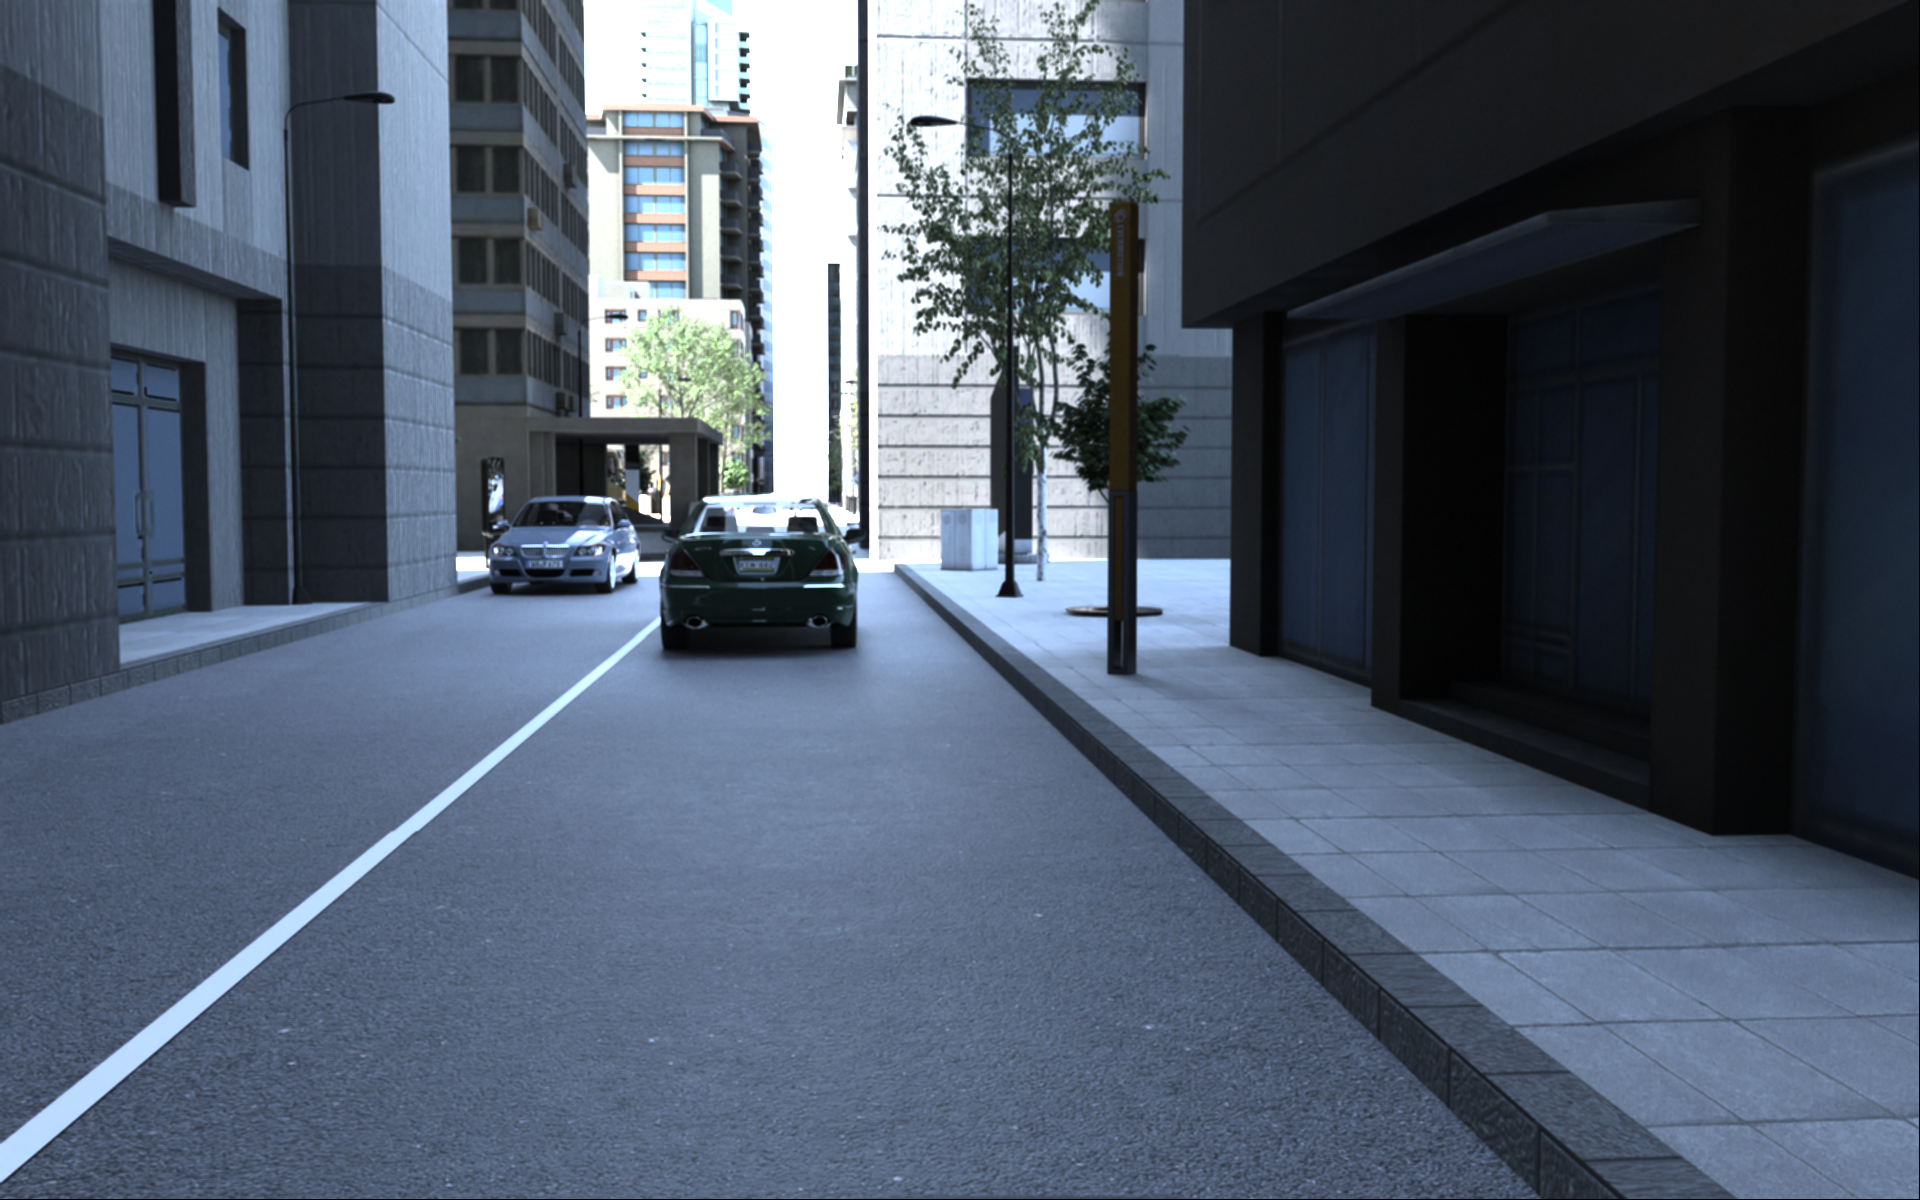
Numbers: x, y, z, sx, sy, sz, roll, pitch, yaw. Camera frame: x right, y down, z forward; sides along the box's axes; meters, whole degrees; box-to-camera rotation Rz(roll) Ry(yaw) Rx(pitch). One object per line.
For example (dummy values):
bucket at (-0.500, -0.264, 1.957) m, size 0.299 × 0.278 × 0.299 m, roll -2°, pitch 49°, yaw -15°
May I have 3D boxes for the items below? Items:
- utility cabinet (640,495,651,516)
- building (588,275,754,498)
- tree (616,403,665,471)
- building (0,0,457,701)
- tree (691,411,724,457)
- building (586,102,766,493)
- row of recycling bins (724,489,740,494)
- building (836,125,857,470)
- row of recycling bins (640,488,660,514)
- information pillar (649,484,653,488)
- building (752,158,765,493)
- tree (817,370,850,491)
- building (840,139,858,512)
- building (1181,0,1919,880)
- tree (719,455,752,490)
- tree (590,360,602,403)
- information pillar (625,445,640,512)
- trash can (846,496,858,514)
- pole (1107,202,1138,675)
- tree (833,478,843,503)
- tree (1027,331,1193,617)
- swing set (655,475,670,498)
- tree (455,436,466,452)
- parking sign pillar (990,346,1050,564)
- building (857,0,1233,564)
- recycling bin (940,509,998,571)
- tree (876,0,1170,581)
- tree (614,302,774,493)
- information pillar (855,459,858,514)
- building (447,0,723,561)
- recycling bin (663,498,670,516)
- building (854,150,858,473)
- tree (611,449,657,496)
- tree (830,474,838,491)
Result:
utility cabinet at (-16.738, -4.946, 92.036) m, size 0.306 × 1.237 × 1.020 m, roll -2°, pitch 4°, yaw -34°
building at (-34.401, -19.706, 167.235) m, size 27.650 × 21.520 × 28.899 m, roll 0°, pitch 4°, yaw -5°
tree at (-24.762, -11.322, 135.478) m, size 4.360 × 8.622 × 3.978 m, roll 0°, pitch 3°, yaw 0°
building at (-16.399, -28.499, 7.954) m, size 21.231 × 58.520 × 28.212 m, roll 0°, pitch 4°, yaw -5°
tree at (-22.407, -12.275, 151.060) m, size 4.737 × 8.622 × 4.395 m, roll 0°, pitch 3°, yaw 0°
building at (-33.457, -33.132, 196.328) m, size 22.147 × 44.769 × 28.867 m, roll 0°, pitch 4°, yaw -5°
row of recycling bins at (-17.829, -7.804, 134.702) m, size 1.069 × 1.692 × 3.534 m, roll -1°, pitch 4°, yaw -18°
building at (-6.467, -31.322, 195.709) m, size 14.154 × 41.232 × 14.086 m, roll 0°, pitch 4°, yaw -5°
row of recycling bins at (-20.394, -6.243, 109.191) m, size 1.069 × 1.692 × 3.534 m, roll 3°, pitch 4°, yaw 37°
information pillar at (-20.139, -6.612, 112.591) m, size 0.304 × 2.012 × 0.304 m, roll 3°, pitch 5°, yaw 42°
building at (-32.352, -34.745, 218.192) m, size 14.600 × 45.320 × 14.200 m, roll 0°, pitch 4°, yaw -5°
tree at (-4.848, -8.910, 96.047) m, size 4.737 × 8.622 × 4.395 m, roll 0°, pitch 3°, yaw 0°
building at (-3.819, -22.121, 139.177) m, size 11.434 × 29.767 × 29.804 m, roll 0°, pitch 4°, yaw -5°
building at (9.373, -21.838, 7.169) m, size 14.600 × 45.320 × 14.200 m, roll 0°, pitch 4°, yaw -5°
tree at (-19.044, -9.851, 144.772) m, size 4.285 × 4.588 × 4.351 m, roll 0°, pitch 3°, yaw 0°
tree at (-18.810, -7.953, 80.396) m, size 4.360 × 8.622 × 3.978 m, roll 0°, pitch 3°, yaw 0°
information pillar at (-11.045, -4.105, 58.465) m, size 0.504 × 3.616 × 0.183 m, roll -1°, pitch 4°, yaw -14°
trash can at (-7.037, -6.197, 112.966) m, size 0.748 × 1.137 × 0.748 m, roll 0°, pitch 3°, yaw 0°
pole at (1.155, -1.126, 12.261) m, size 0.158 × 3.312 × 0.155 m, roll 0°, pitch 3°, yaw 0°
tree at (-17.157, -15.518, 248.313) m, size 1.663 × 3.219 × 1.824 m, roll 0°, pitch 3°, yaw 0°
tree at (1.690, -1.451, 18.324) m, size 1.663 × 3.219 × 1.824 m, roll 0°, pitch 3°, yaw 0°
swing set at (-20.355, -7.832, 125.675) m, size 2.862 × 2.851 × 3.119 m, roll -1°, pitch 4°, yaw -16°
tree at (-8.820, -2.009, 27.450) m, size 1.663 × 3.219 × 1.824 m, roll 0°, pitch 3°, yaw 0°
parking sign pillar at (0.952, -2.677, 32.241) m, size 1.447 × 3.967 × 1.447 m, roll -1°, pitch 4°, yaw -16°
building at (7.668, -30.865, 46.642) m, size 21.231 × 58.520 × 28.212 m, roll 0°, pitch 4°, yaw -5°
recycling bin at (0.154, -1.020, 29.232) m, size 0.722 × 1.027 × 0.722 m, roll 3°, pitch 5°, yaw 41°
tree at (0.972, -4.583, 25.297) m, size 4.737 × 8.622 × 4.395 m, roll 0°, pitch 3°, yaw 0°
tree at (-15.172, -10.368, 95.277) m, size 9.928 × 11.665 × 9.643 m, roll 0°, pitch 3°, yaw 0°
information pillar at (-6.879, -7.523, 114.362) m, size 0.183 × 3.616 × 0.504 m, roll 0°, pitch 4°, yaw -7°
building at (-22.433, -21.424, 42.165) m, size 32.217 × 40.220 × 23.993 m, roll 0°, pitch 4°, yaw -5°
recycling bin at (-17.478, -5.591, 103.967) m, size 0.722 × 1.027 × 0.722 m, roll 0°, pitch 4°, yaw 3°
building at (0.549, -19.519, 112.650) m, size 14.314 × 27.812 × 24.014 m, roll 0°, pitch 4°, yaw -5°
tree at (-12.256, -4.361, 65.907) m, size 1.663 × 3.219 × 1.824 m, roll 0°, pitch 3°, yaw 0°
tree at (-16.872, -15.893, 243.556) m, size 4.285 × 4.588 × 4.351 m, roll 0°, pitch 3°, yaw 0°
